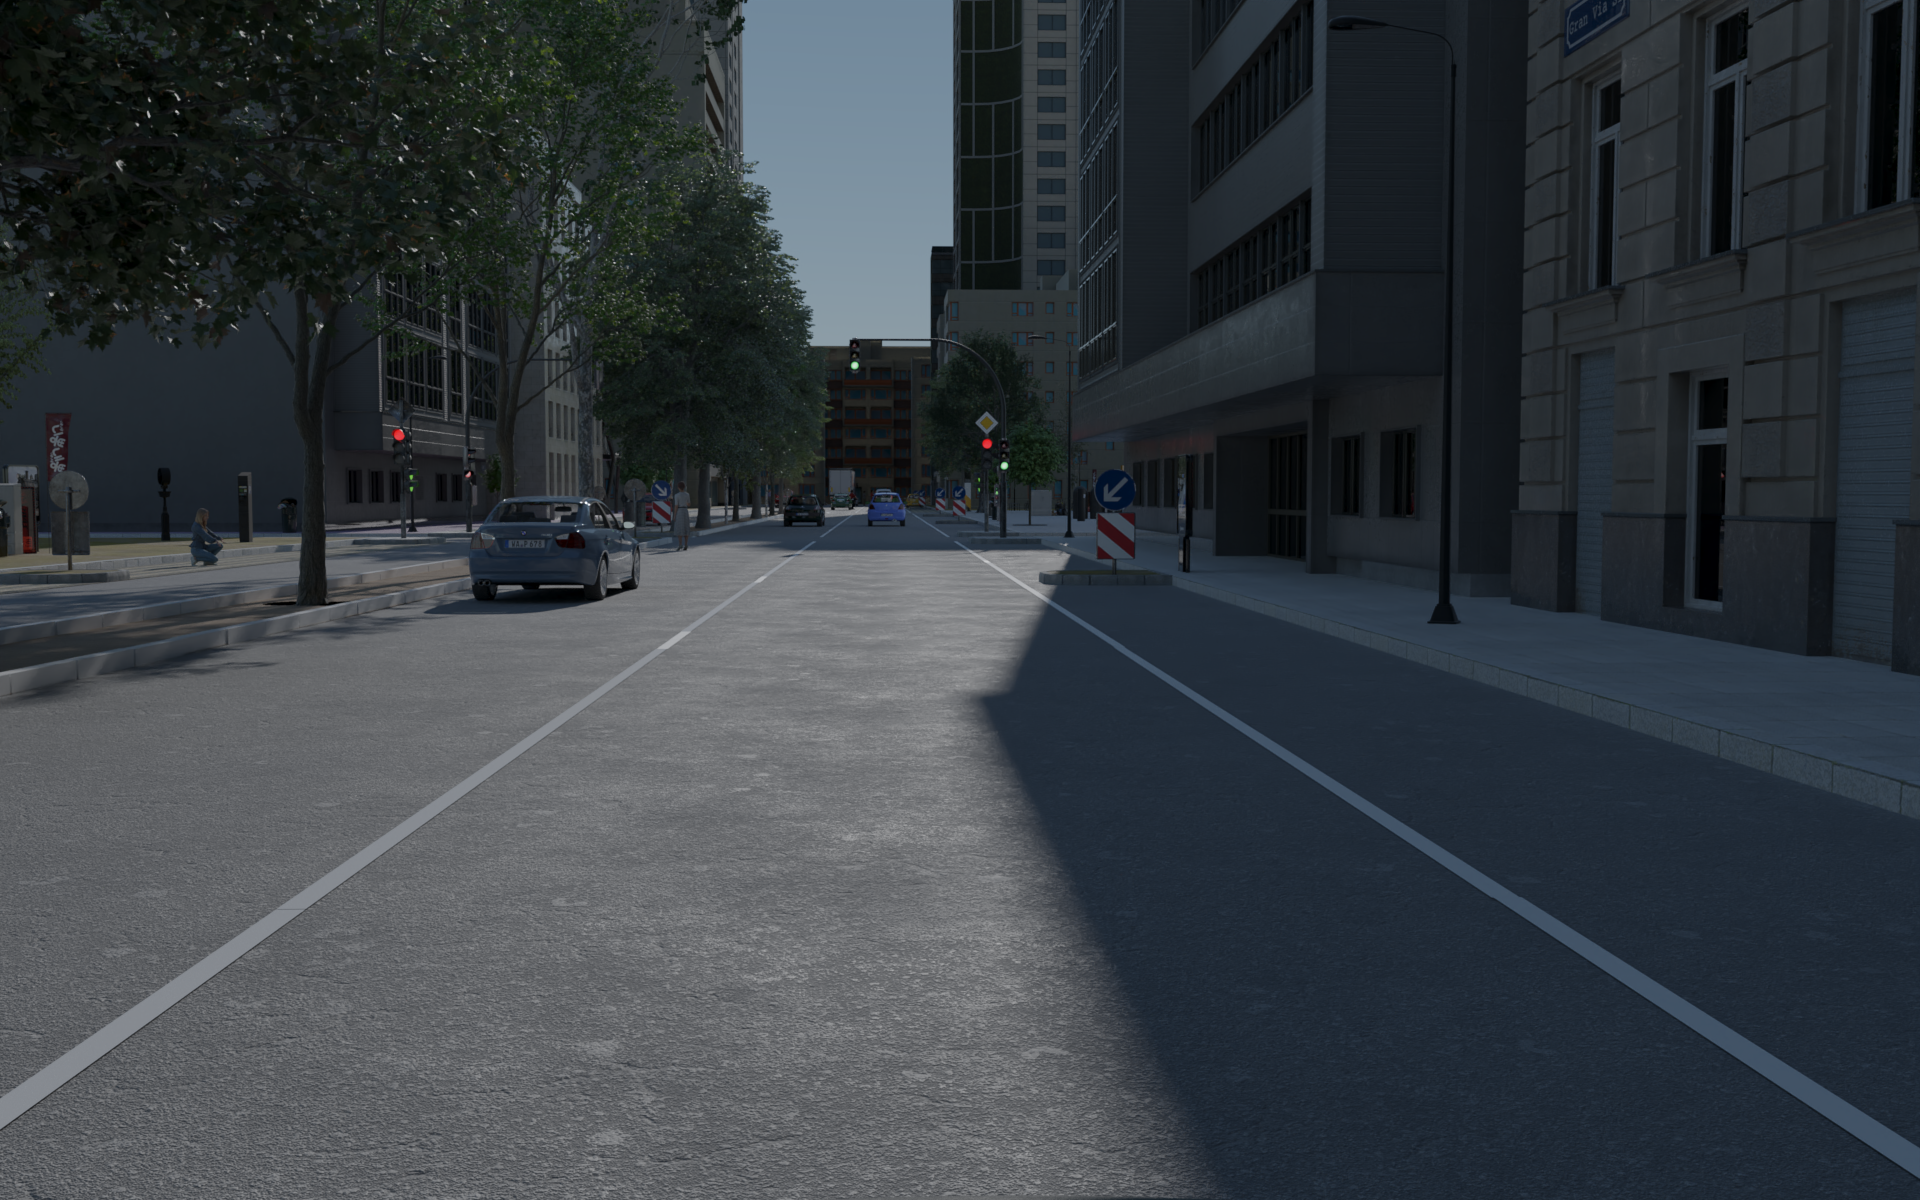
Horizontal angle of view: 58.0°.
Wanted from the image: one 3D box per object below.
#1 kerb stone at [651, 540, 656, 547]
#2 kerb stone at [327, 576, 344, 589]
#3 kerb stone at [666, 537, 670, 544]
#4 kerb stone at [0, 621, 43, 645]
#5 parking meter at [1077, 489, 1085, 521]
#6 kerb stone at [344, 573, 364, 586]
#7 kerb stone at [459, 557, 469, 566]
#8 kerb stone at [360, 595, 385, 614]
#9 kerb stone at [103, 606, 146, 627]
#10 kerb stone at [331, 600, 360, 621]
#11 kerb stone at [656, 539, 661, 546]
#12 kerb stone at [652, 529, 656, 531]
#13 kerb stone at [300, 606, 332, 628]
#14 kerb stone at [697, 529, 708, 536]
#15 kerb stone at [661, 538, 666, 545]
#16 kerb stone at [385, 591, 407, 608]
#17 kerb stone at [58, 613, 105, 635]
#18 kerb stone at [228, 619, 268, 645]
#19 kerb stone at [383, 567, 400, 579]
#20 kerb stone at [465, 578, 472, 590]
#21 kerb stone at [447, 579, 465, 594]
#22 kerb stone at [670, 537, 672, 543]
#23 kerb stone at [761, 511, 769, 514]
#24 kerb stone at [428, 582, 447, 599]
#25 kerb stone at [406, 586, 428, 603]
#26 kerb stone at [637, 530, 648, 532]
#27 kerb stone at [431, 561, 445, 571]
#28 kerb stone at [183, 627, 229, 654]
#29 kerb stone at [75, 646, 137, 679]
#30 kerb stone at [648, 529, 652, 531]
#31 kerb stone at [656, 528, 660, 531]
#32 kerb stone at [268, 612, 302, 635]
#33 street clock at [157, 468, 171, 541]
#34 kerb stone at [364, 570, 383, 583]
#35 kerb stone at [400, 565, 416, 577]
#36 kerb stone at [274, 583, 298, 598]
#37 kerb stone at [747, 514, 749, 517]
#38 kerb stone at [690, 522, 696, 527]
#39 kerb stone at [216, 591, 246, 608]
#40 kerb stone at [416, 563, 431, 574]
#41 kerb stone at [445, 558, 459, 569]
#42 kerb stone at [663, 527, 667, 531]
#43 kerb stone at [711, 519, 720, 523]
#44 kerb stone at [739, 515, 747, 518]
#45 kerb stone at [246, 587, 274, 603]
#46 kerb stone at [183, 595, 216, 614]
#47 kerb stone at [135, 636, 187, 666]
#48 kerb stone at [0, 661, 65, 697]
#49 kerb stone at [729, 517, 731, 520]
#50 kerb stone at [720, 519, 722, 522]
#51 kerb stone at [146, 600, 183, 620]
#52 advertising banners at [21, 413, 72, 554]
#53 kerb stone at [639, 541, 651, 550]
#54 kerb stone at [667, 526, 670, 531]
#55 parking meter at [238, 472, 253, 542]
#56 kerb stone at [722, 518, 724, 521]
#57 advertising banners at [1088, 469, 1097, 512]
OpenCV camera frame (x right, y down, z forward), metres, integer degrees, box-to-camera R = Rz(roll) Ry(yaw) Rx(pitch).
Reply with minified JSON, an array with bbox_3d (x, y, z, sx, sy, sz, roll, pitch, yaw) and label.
[{"bbox_3d":[-8.376,-1.495,46.640,0.120,0.150,1.000,0,4,-3],"label":"kerb stone"},{"bbox_3d":[-9.548,-0.236,26.140,0.120,0.150,1.000,0,4,-3],"label":"kerb stone"},{"bbox_3d":[-8.518,-1.677,49.704,0.120,0.150,1.000,0,4,-3],"label":"kerb stone"},{"bbox_3d":[-9.152,0.321,16.943,0.120,0.150,1.000,0,4,-3],"label":"kerb stone"},{"bbox_3d":[5.706,-4.473,81.540,0.372,1.533,0.369,0,3,0],"label":"parking meter"},{"bbox_3d":[-9.603,-0.300,27.165,0.120,0.150,1.000,0,4,-3],"label":"kerb stone"},{"bbox_3d":[-9.922,-0.742,34.327,0.120,0.150,1.000,0,4,-3],"label":"kerb stone"},{"bbox_3d":[-7.223,0.070,21.047,0.120,0.150,1.000,0,4,-3],"label":"kerb stone"},{"bbox_3d":[-9.234,0.196,18.993,0.120,0.150,1.000,0,4,-3],"label":"kerb stone"},{"bbox_3d":[-7.182,0.133,20.025,0.120,0.150,1.000,0,4,-3],"label":"kerb stone"},{"bbox_3d":[-8.426,-1.557,47.662,0.120,0.150,1.000,0,4,-3],"label":"kerb stone"},{"bbox_3d":[-11.185,-2.460,62.526,0.120,0.150,1.000,0,4,-3],"label":"kerb stone"},{"bbox_3d":[-7.135,0.196,18.998,0.120,0.150,1.000,0,4,-3],"label":"kerb stone"},{"bbox_3d":[-8.996,-2.347,60.575,0.120,0.150,1.000,0,4,-3],"label":"kerb stone"},{"bbox_3d":[-8.460,-1.620,48.683,0.120,0.150,1.000,0,4,-3],"label":"kerb stone"},{"bbox_3d":[-7.275,0.010,22.069,0.120,0.150,1.000,0,4,-3],"label":"kerb stone"},{"bbox_3d":[-9.186,0.263,17.964,0.120,0.150,1.000,0,4,-3],"label":"kerb stone"},{"bbox_3d":[-7.036,0.321,16.954,0.120,0.150,1.000,0,4,-3],"label":"kerb stone"},{"bbox_3d":[-9.689,-0.429,29.215,0.120,0.150,1.000,0,4,-3],"label":"kerb stone"},{"bbox_3d":[-7.457,-0.243,26.169,0.120,0.150,1.000,0,4,-3],"label":"kerb stone"},{"bbox_3d":[-7.408,-0.180,25.139,0.120,0.150,1.000,0,4,-3],"label":"kerb stone"},{"bbox_3d":[-8.554,-1.745,50.725,0.120,0.150,1.000,0,4,-3],"label":"kerb stone"},{"bbox_3d":[-13.962,-6.228,124.025,0.120,0.150,1.000,0,4,-3],"label":"kerb stone"},{"bbox_3d":[-7.366,-0.117,24.116,0.120,0.150,1.000,0,4,-3],"label":"kerb stone"},{"bbox_3d":[-7.316,-0.055,23.094,0.120,0.150,1.000,0,4,-3],"label":"kerb stone"},{"bbox_3d":[-11.095,-2.341,60.471,0.120,0.150,1.000,0,4,-3],"label":"kerb stone"},{"bbox_3d":[-9.830,-0.616,32.285,0.120,0.150,1.000,0,4,-3],"label":"kerb stone"},{"bbox_3d":[-6.999,0.383,15.933,0.120,0.150,1.000,0,4,-3],"label":"kerb stone"},{"bbox_3d":[-6.898,0.508,13.884,0.120,0.150,1.000,0,4,-3],"label":"kerb stone"},{"bbox_3d":[-11.149,-2.404,61.501,0.120,0.150,1.000,0,4,-3],"label":"kerb stone"},{"bbox_3d":[-11.239,-2.530,63.553,0.120,0.150,1.000,0,4,-3],"label":"kerb stone"},{"bbox_3d":[-7.086,0.261,17.975,0.120,0.150,1.000,0,4,-3],"label":"kerb stone"},{"bbox_3d":[-21.835,-2.629,47.555,0.358,2.002,0.471,-3,5,-40],"label":"street clock"},{"bbox_3d":[-9.644,-0.367,28.194,0.120,0.150,1.000,0,4,-3],"label":"kerb stone"},{"bbox_3d":[-9.737,-0.492,30.240,0.120,0.150,1.000,0,4,-3],"label":"kerb stone"},{"bbox_3d":[-9.467,-0.116,24.097,0.120,0.150,1.000,0,4,-3],"label":"kerb stone"},{"bbox_3d":[-13.129,-5.099,105.567,0.120,0.150,1.000,0,4,-3],"label":"kerb stone"},{"bbox_3d":[-11.839,-3.345,76.885,0.120,0.150,1.000,0,4,-3],"label":"kerb stone"},{"bbox_3d":[-9.371,0.009,22.055,0.120,0.150,1.000,0,4,-3],"label":"kerb stone"},{"bbox_3d":[-9.788,-0.554,31.261,0.120,0.150,1.000,0,4,-3],"label":"kerb stone"},{"bbox_3d":[-9.871,-0.680,33.307,0.120,0.150,1.000,0,4,-3],"label":"kerb stone"},{"bbox_3d":[-11.329,-2.656,65.616,0.120,0.150,1.000,0,4,-3],"label":"kerb stone"},{"bbox_3d":[-12.301,-3.966,87.136,0.120,0.150,1.000,0,4,-3],"label":"kerb stone"},{"bbox_3d":[-13.093,-5.037,104.545,0.120,0.150,1.000,0,4,-3],"label":"kerb stone"},{"bbox_3d":[-9.415,-0.054,23.076,0.120,0.150,1.000,0,4,-3],"label":"kerb stone"},{"bbox_3d":[-9.320,0.071,21.035,0.120,0.150,1.000,0,4,-3],"label":"kerb stone"},{"bbox_3d":[-6.940,0.450,14.906,0.120,0.150,1.000,0,4,-3],"label":"kerb stone"},{"bbox_3d":[-6.855,0.571,12.863,0.120,0.150,1.000,0,4,-3],"label":"kerb stone"},{"bbox_3d":[-12.580,-4.345,93.283,0.120,0.150,1.000,0,4,-3],"label":"kerb stone"},{"bbox_3d":[-12.344,-4.034,88.159,0.120,0.150,1.000,0,4,-3],"label":"kerb stone"},{"bbox_3d":[-9.278,0.134,20.014,0.120,0.150,1.000,0,4,-3],"label":"kerb stone"},{"bbox_3d":[-20.125,-2.503,37.107,2.074,3.025,0.090,-1,4,-15],"label":"advertising banners"},{"bbox_3d":[-8.333,-1.429,45.616,0.120,0.150,1.000,0,4,-3],"label":"kerb stone"},{"bbox_3d":[-11.381,-2.717,66.637,0.120,0.150,1.000,0,4,-3],"label":"kerb stone"},{"bbox_3d":[-19.017,-2.469,46.081,0.255,1.863,0.399,0,4,-6],"label":"parking meter"},{"bbox_3d":[-12.386,-4.097,89.184,0.120,0.150,1.000,0,4,-3],"label":"kerb stone"},{"bbox_3d":[9.066,-7.729,122.551,0.090,3.025,2.074,-2,4,-30],"label":"advertising banners"}]
